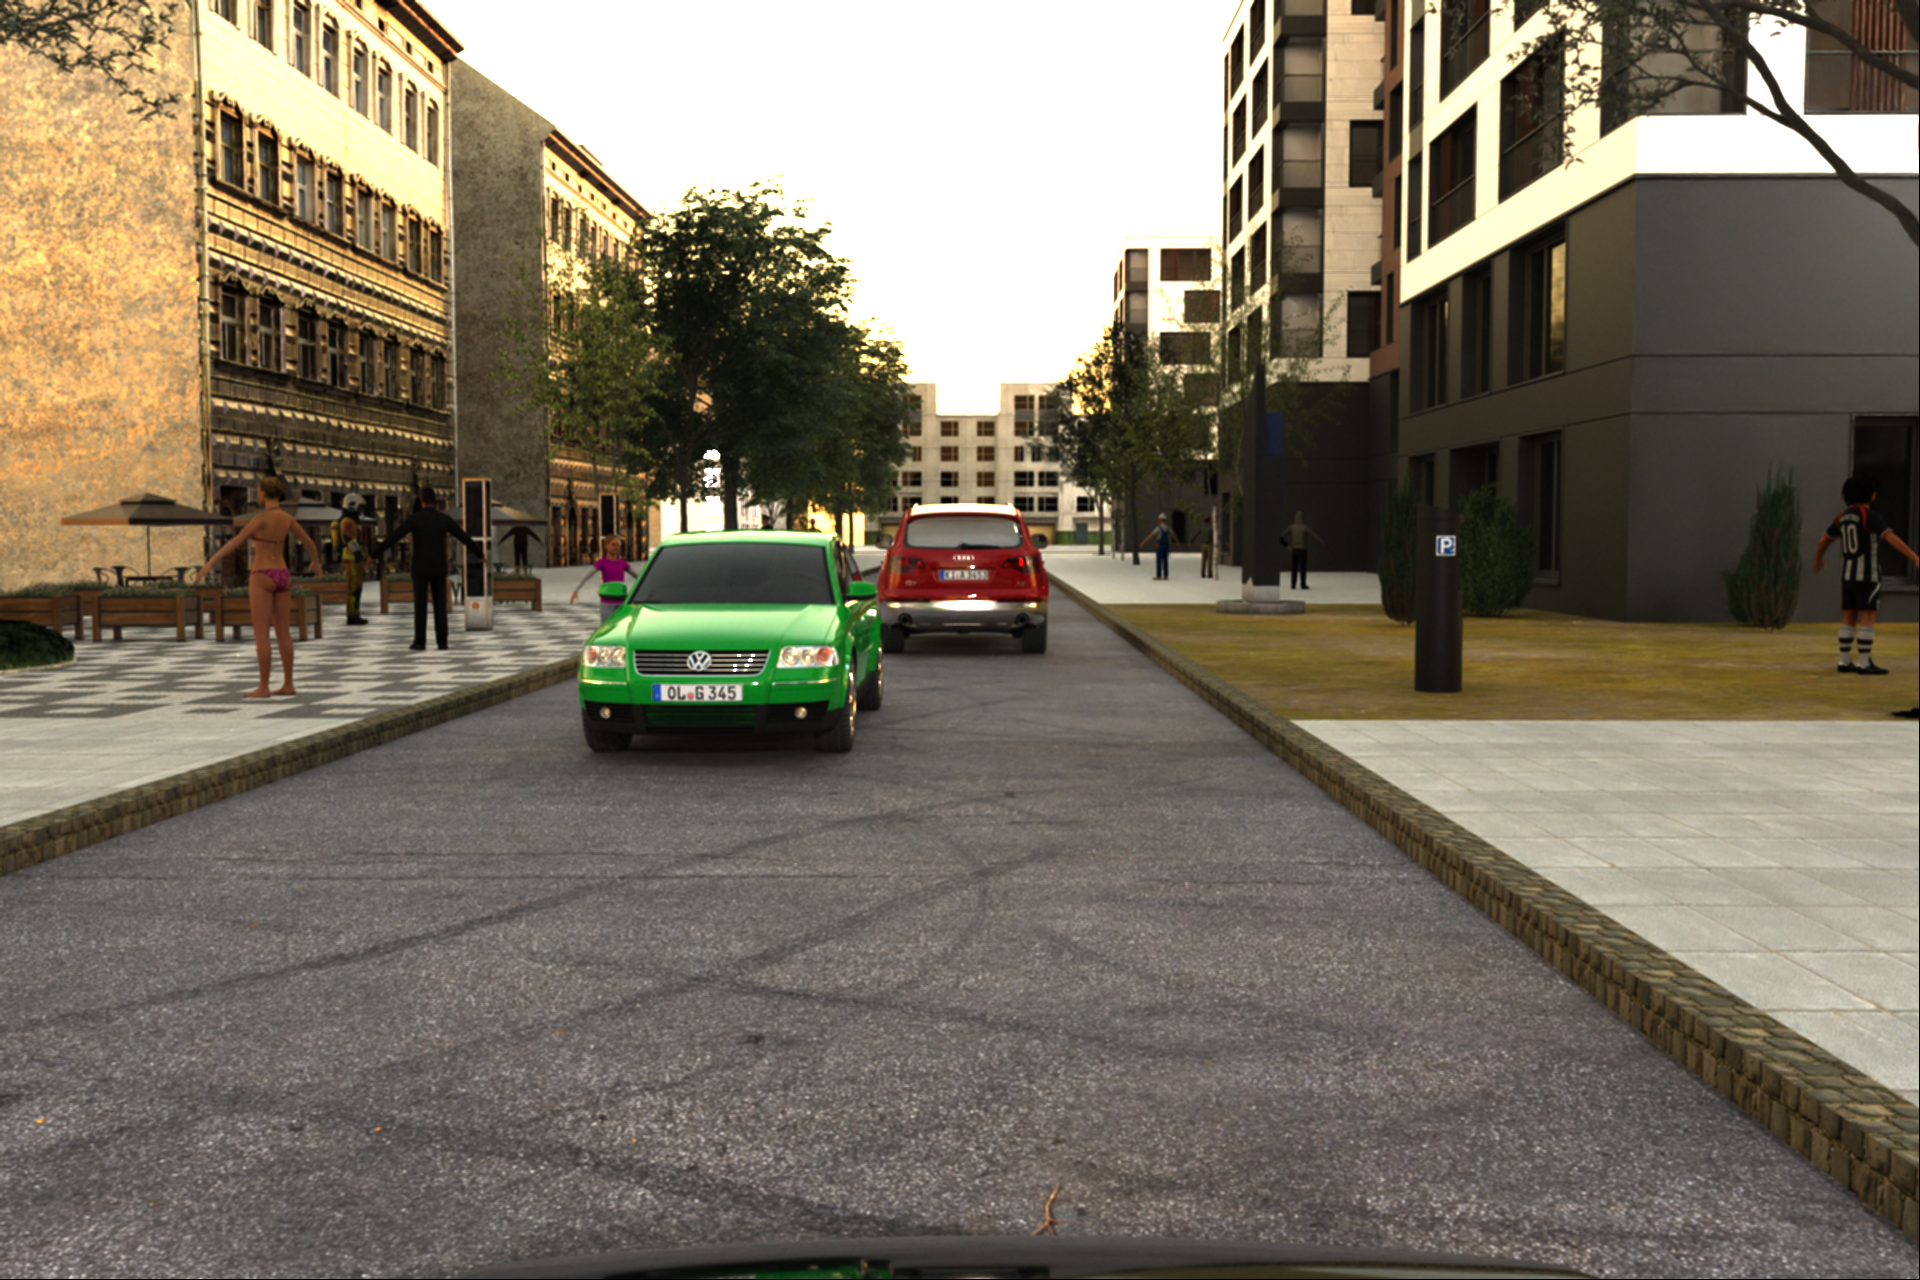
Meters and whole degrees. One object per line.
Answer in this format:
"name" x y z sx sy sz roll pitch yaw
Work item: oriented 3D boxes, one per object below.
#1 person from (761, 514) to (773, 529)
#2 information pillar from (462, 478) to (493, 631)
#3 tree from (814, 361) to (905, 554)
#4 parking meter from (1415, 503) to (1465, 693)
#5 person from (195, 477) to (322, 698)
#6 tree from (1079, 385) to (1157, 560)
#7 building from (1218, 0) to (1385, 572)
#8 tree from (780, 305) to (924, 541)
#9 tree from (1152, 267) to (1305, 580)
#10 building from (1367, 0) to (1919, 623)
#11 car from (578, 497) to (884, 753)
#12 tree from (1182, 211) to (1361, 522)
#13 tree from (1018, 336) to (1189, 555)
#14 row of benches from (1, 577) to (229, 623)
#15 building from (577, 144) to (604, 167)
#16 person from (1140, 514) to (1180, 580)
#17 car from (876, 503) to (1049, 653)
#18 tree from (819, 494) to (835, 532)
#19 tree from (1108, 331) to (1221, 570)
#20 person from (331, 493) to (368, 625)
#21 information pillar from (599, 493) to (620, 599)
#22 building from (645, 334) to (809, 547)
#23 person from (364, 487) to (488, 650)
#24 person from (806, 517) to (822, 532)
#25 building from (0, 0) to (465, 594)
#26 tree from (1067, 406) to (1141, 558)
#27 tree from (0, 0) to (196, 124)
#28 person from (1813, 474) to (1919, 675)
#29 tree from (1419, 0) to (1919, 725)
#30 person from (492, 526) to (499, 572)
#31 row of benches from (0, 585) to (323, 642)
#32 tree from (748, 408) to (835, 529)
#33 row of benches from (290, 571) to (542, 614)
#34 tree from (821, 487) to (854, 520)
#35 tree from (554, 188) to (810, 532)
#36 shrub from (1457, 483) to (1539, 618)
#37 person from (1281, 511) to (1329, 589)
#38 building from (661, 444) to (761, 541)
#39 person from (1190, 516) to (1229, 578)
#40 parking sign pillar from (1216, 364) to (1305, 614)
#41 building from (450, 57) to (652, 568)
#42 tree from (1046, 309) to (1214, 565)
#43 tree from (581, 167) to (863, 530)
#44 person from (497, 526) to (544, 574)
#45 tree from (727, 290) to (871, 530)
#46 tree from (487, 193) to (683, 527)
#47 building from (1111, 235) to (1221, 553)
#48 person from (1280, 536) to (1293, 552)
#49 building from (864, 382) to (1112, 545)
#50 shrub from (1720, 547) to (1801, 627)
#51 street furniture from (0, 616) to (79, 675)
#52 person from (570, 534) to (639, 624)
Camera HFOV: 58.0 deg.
"person" -5.445 -2.596 48.382 0.705 1.837 1.347 -3 5 -40
"information pillar" -6.389 -1.129 22.958 0.304 2.012 0.304 0 4 0
"tree" -7.421 -11.880 112.371 7.486 12.596 7.792 0 3 0
"parking meter" 3.913 -0.350 14.131 0.372 1.533 0.369 0 3 0
"person" -5.502 -0.422 13.697 0.721 1.733 1.217 2 4 26
"tree" 7.933 -8.217 84.713 4.737 8.622 4.395 0 3 0
"building" 24.793 -14.083 74.232 27.936 21.610 32.646 0 4 1
"tree" -6.945 -11.675 97.548 9.857 13.997 8.962 0 3 0
"tree" 7.075 -5.975 48.060 4.360 8.622 3.978 0 3 0
"building" 23.771 -12.015 40.421 27.936 21.610 32.646 0 4 1
"car" -1.546 -0.243 12.773 1.959 1.807 4.718 0 4 1
"tree" 6.550 -5.512 40.478 4.360 8.622 3.978 0 3 0
"tree" 8.547 -11.890 104.777 12.009 13.543 11.850 0 3 0
"row of benches" -12.108 -0.488 23.438 4.104 0.672 1.422 -3 5 -42
"building" -23.286 -14.010 85.489 16.016 20.090 11.380 0 4 1
"person" 5.653 -2.612 48.560 1.347 1.847 0.705 -2 4 -29
"car" 0.025 -0.837 22.360 2.281 1.827 5.304 0 4 0
"tree" -14.915 -15.498 203.758 4.737 8.622 4.395 0 3 0
"tree" 7.360 -6.841 62.219 4.737 8.622 4.395 0 3 0
"person" -8.574 -1.151 24.582 0.705 1.858 1.354 -1 4 -17
"information pillar" -6.321 -1.637 31.264 0.304 2.012 0.304 0 4 2
"building" -26.019 -21.334 179.735 19.493 23.208 18.063 0 4 1
"person" -5.904 -0.796 19.246 1.346 1.802 0.704 -2 4 -29
"person" -4.343 -2.719 50.918 1.216 1.772 0.721 0 4 6
"building" -25.054 -13.083 44.833 19.493 23.208 18.063 0 3 0
"tree" 7.931 -8.610 91.136 4.737 8.622 4.395 0 3 0
"tree" -8.360 -6.131 10.614 12.009 13.543 11.850 0 3 0
"person" 8.292 -0.597 15.906 0.704 1.843 1.345 -1 4 -16
"tree" 6.885 -6.175 11.332 12.009 13.543 11.850 0 3 0
"person" -9.961 -1.858 36.566 0.705 1.806 1.347 -1 4 -21
"row of benches" -9.706 -0.332 20.895 4.104 0.672 1.422 0 4 -2
"tree" -7.605 -7.409 71.507 4.737 8.622 4.395 0 3 0
"row of benches" -8.751 -0.774 28.125 4.104 0.672 1.422 -1 4 -22
"tree" -14.833 -15.853 209.554 4.737 8.622 4.395 0 3 0
"tree" -7.905 -6.937 47.830 8.767 10.594 7.601 2 4 35
"shrub" 8.129 -1.395 26.855 1.661 2.075 1.752 0 3 0
"person" 7.928 -2.097 40.420 1.348 1.813 0.705 2 4 28
"building" -21.872 -12.837 152.031 9.099 9.664 28.070 0 4 1
"person" 7.273 -2.724 50.816 1.348 1.796 0.705 3 5 41
"parking sign pillar" 4.917 -2.433 28.248 1.447 3.967 1.447 0 4 0
"building" -24.446 -14.842 73.590 19.493 23.208 18.063 0 4 2
"tree" 7.054 -8.433 72.296 7.601 10.594 8.767 0 4 6
"tree" -8.132 -9.389 60.173 9.857 13.997 8.962 0 3 0
"person" -13.033 -2.768 51.389 1.346 1.812 0.704 -1 4 -20
"tree" -7.714 -9.940 80.651 7.486 12.596 7.792 0 3 0
"tree" -7.857 -5.325 37.433 4.737 8.622 4.395 0 3 0
"building" 25.636 -17.791 134.849 27.936 21.610 32.646 0 4 1
"person" 6.294 -1.795 35.540 1.347 1.806 0.705 -3 4 -38
"building" 4.662 -20.748 208.139 31.486 18.905 16.747 0 4 1
"shrub" 11.102 -0.789 24.013 1.383 1.207 1.383 0 3 0
"street furniture" -11.592 0.063 14.598 5.734 0.657 10.072 0 4 3
"person" -3.346 -0.314 16.862 0.991 1.433 0.599 -3 4 -39
